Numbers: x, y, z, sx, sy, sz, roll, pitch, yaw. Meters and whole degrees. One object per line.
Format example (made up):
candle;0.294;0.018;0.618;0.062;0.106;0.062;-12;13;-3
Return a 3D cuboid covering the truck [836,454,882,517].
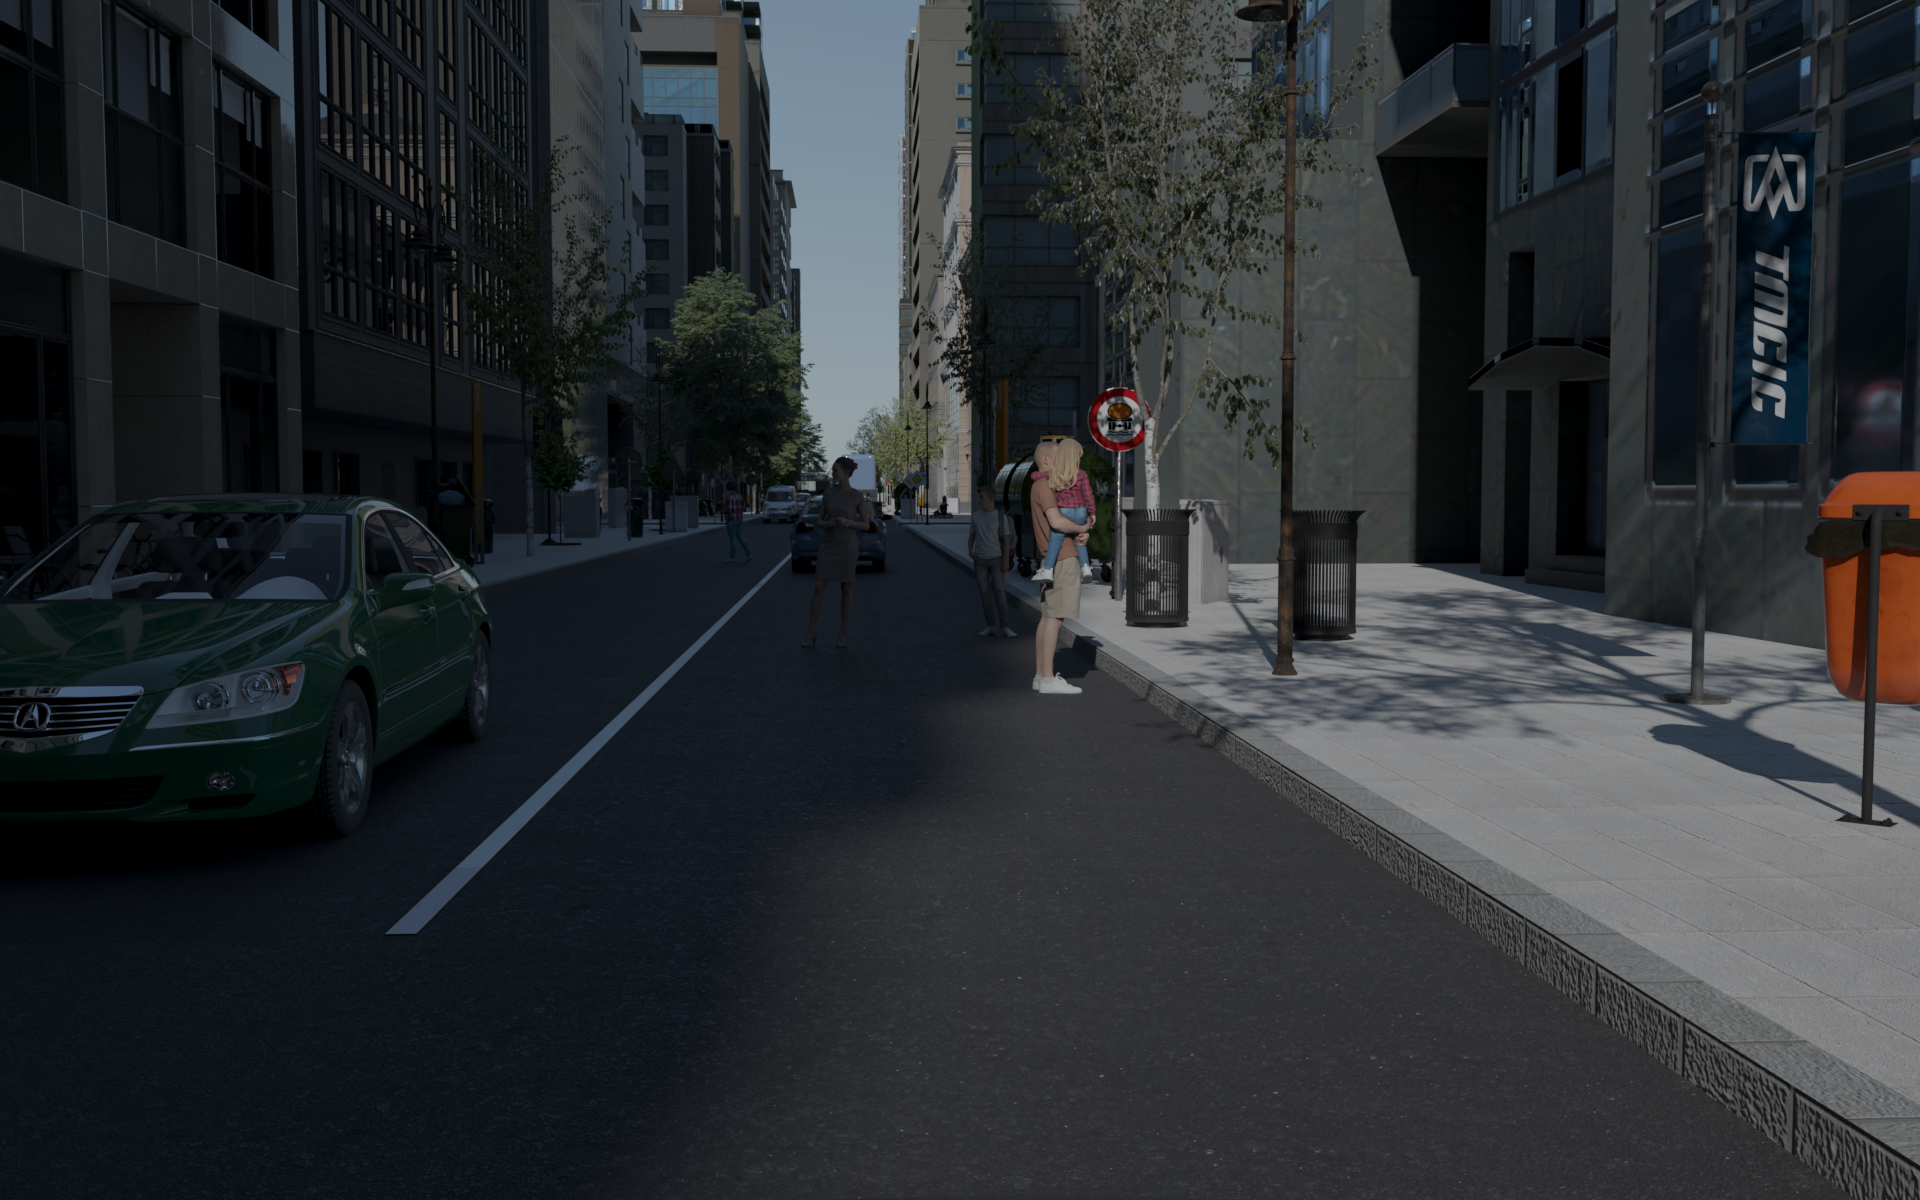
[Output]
truck;-6.472;-7.437;111.349;2.967;4.110;18.799;0;4;-4

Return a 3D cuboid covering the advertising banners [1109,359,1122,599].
advertising banners;1.991;-1.576;21.956;0.090;3.025;2.074;0;4;8

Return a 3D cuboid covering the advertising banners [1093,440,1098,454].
advertising banners;4.005;-3.504;53.477;0.090;3.025;2.074;-1;4;-8

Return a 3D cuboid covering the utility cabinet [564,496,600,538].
utility cabinet;-11.148;-2.442;51.080;1.020;1.237;0.306;1;4;14

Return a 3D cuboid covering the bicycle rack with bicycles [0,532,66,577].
bicycle rack with bicycles;-7.726;-0.201;16.670;2.925;0.926;2.852;2;4;31

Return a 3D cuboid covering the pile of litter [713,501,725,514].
pile of litter;-15.157;-5.854;109.685;1.719;0.858;1.176;0;4;6

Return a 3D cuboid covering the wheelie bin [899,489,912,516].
wheelie bin;-3.074;-5.538;98.450;0.693;1.594;0.980;-1;4;-19

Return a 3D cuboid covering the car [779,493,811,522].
car;-8.466;-4.972;90.325;2.155;1.783;4.494;0;4;-2

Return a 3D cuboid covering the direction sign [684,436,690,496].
direction sign;-10.626;-4.620;67.526;0.379;3.537;0.876;-1;4;-23

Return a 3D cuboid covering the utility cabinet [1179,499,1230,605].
utility cabinet;2.908;-0.572;20.517;0.306;1.237;1.020;2;4;26

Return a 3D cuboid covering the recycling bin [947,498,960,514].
recycling bin;-0.418;-6.120;112.611;0.722;1.027;0.722;1;4;10

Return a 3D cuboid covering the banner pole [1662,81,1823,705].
banner pole;4.795;-1.259;10.606;0.863;3.779;0.401;0;4;2

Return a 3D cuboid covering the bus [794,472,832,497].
bus;-12.005;-8.985;141.764;2.948;3.499;13.247;0;4;-5

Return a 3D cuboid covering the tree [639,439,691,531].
tree;-10.400;-4.028;60.454;1.663;3.219;1.824;0;3;0

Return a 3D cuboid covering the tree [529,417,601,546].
tree;-10.133;-2.993;43.532;1.663;3.219;1.824;0;3;0

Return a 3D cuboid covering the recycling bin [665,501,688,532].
recycling bin;-9.615;-2.825;58.749;0.722;1.027;0.722;0;4;-6

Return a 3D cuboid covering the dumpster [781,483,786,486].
dumpster;-15.108;-8.737;145.339;1.502;2.255;1.985;0;4;-3

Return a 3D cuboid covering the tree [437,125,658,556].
tree;-8.626;-5.204;35.455;4.737;8.622;4.395;0;3;0

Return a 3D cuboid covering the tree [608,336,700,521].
tree;-14.451;-8.046;81.915;4.360;8.622;3.978;0;3;0

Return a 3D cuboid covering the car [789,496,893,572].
car;-2.301;-1.304;33.318;2.014;1.417;4.499;0;4;-2

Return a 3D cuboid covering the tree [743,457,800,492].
tree;-14.568;-8.895;129.155;4.285;4.588;4.351;0;3;0

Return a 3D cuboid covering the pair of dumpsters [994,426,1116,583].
pair of dumpsters;1.482;-1.502;27.057;1.574;2.255;4.437;0;4;-4

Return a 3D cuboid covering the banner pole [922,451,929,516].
banner pole;-2.002;-6.833;101.732;0.401;3.779;0.863;2;4;27

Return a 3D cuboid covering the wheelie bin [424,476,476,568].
wheelie bin;-8.731;-1.331;29.670;0.693;1.594;0.980;-3;5;-42

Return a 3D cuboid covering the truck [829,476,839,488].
truck;-19.835;-17.123;269.718;2.967;4.110;18.799;0;4;-4

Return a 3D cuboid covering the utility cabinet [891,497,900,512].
utility cabinet;-4.311;-6.763;121.734;1.020;1.237;0.306;1;4;14

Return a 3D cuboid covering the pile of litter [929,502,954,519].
pile of litter;-0.849;-4.722;91.165;1.719;0.858;1.176;1;4;20

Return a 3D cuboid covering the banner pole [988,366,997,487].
banner pole;0.653;-2.703;34.217;0.401;3.779;0.863;1;4;12

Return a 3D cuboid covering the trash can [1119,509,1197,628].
trash can;1.906;-0.310;16.728;0.748;1.137;0.748;0;3;0

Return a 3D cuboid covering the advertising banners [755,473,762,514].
advertising banners;-13.057;-7.112;112.466;0.090;3.025;2.074;0;4;7

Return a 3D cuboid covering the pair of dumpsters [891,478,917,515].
pair of dumpsters;-3.348;-6.288;105.296;1.574;2.255;4.437;0;4;-4

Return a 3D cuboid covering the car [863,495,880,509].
car;-3.750;-2.830;58.061;2.131;1.459;4.920;0;4;-3

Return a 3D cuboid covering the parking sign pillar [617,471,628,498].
parking sign pillar;-23.514;-8.000;119.270;1.447;3.967;1.447;0;4;6

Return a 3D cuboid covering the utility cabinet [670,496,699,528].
utility cabinet;-10.408;-3.322;65.469;1.020;1.237;0.306;0;4;4

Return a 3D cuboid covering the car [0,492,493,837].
car;-3.575;0.191;8.676;2.131;1.459;4.920;0;4;-5

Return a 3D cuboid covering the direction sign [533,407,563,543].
direction sign;-10.778;-3.265;45.381;0.379;3.537;0.876;3;5;44

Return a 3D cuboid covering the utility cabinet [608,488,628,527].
utility cabinet;-13.080;-3.523;66.285;0.318;1.500;1.173;1;4;12

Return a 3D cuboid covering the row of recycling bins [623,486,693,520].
row of recycling bins;-15.124;-4.932;87.750;3.534;1.692;1.069;-3;5;-43

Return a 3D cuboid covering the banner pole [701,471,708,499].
banner pole;-16.491;-7.453;111.870;0.401;3.779;0.863;2;4;28

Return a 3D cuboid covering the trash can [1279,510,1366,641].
trash can;3.189;-0.222;15.279;0.748;1.137;0.748;0;3;0

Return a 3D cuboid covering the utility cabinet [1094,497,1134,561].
utility cabinet;2.979;-1.374;33.635;0.306;1.237;1.020;3;4;37

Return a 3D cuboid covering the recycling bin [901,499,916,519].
recycling bin;-2.686;-4.758;90.349;0.722;1.027;0.722;0;4;6
